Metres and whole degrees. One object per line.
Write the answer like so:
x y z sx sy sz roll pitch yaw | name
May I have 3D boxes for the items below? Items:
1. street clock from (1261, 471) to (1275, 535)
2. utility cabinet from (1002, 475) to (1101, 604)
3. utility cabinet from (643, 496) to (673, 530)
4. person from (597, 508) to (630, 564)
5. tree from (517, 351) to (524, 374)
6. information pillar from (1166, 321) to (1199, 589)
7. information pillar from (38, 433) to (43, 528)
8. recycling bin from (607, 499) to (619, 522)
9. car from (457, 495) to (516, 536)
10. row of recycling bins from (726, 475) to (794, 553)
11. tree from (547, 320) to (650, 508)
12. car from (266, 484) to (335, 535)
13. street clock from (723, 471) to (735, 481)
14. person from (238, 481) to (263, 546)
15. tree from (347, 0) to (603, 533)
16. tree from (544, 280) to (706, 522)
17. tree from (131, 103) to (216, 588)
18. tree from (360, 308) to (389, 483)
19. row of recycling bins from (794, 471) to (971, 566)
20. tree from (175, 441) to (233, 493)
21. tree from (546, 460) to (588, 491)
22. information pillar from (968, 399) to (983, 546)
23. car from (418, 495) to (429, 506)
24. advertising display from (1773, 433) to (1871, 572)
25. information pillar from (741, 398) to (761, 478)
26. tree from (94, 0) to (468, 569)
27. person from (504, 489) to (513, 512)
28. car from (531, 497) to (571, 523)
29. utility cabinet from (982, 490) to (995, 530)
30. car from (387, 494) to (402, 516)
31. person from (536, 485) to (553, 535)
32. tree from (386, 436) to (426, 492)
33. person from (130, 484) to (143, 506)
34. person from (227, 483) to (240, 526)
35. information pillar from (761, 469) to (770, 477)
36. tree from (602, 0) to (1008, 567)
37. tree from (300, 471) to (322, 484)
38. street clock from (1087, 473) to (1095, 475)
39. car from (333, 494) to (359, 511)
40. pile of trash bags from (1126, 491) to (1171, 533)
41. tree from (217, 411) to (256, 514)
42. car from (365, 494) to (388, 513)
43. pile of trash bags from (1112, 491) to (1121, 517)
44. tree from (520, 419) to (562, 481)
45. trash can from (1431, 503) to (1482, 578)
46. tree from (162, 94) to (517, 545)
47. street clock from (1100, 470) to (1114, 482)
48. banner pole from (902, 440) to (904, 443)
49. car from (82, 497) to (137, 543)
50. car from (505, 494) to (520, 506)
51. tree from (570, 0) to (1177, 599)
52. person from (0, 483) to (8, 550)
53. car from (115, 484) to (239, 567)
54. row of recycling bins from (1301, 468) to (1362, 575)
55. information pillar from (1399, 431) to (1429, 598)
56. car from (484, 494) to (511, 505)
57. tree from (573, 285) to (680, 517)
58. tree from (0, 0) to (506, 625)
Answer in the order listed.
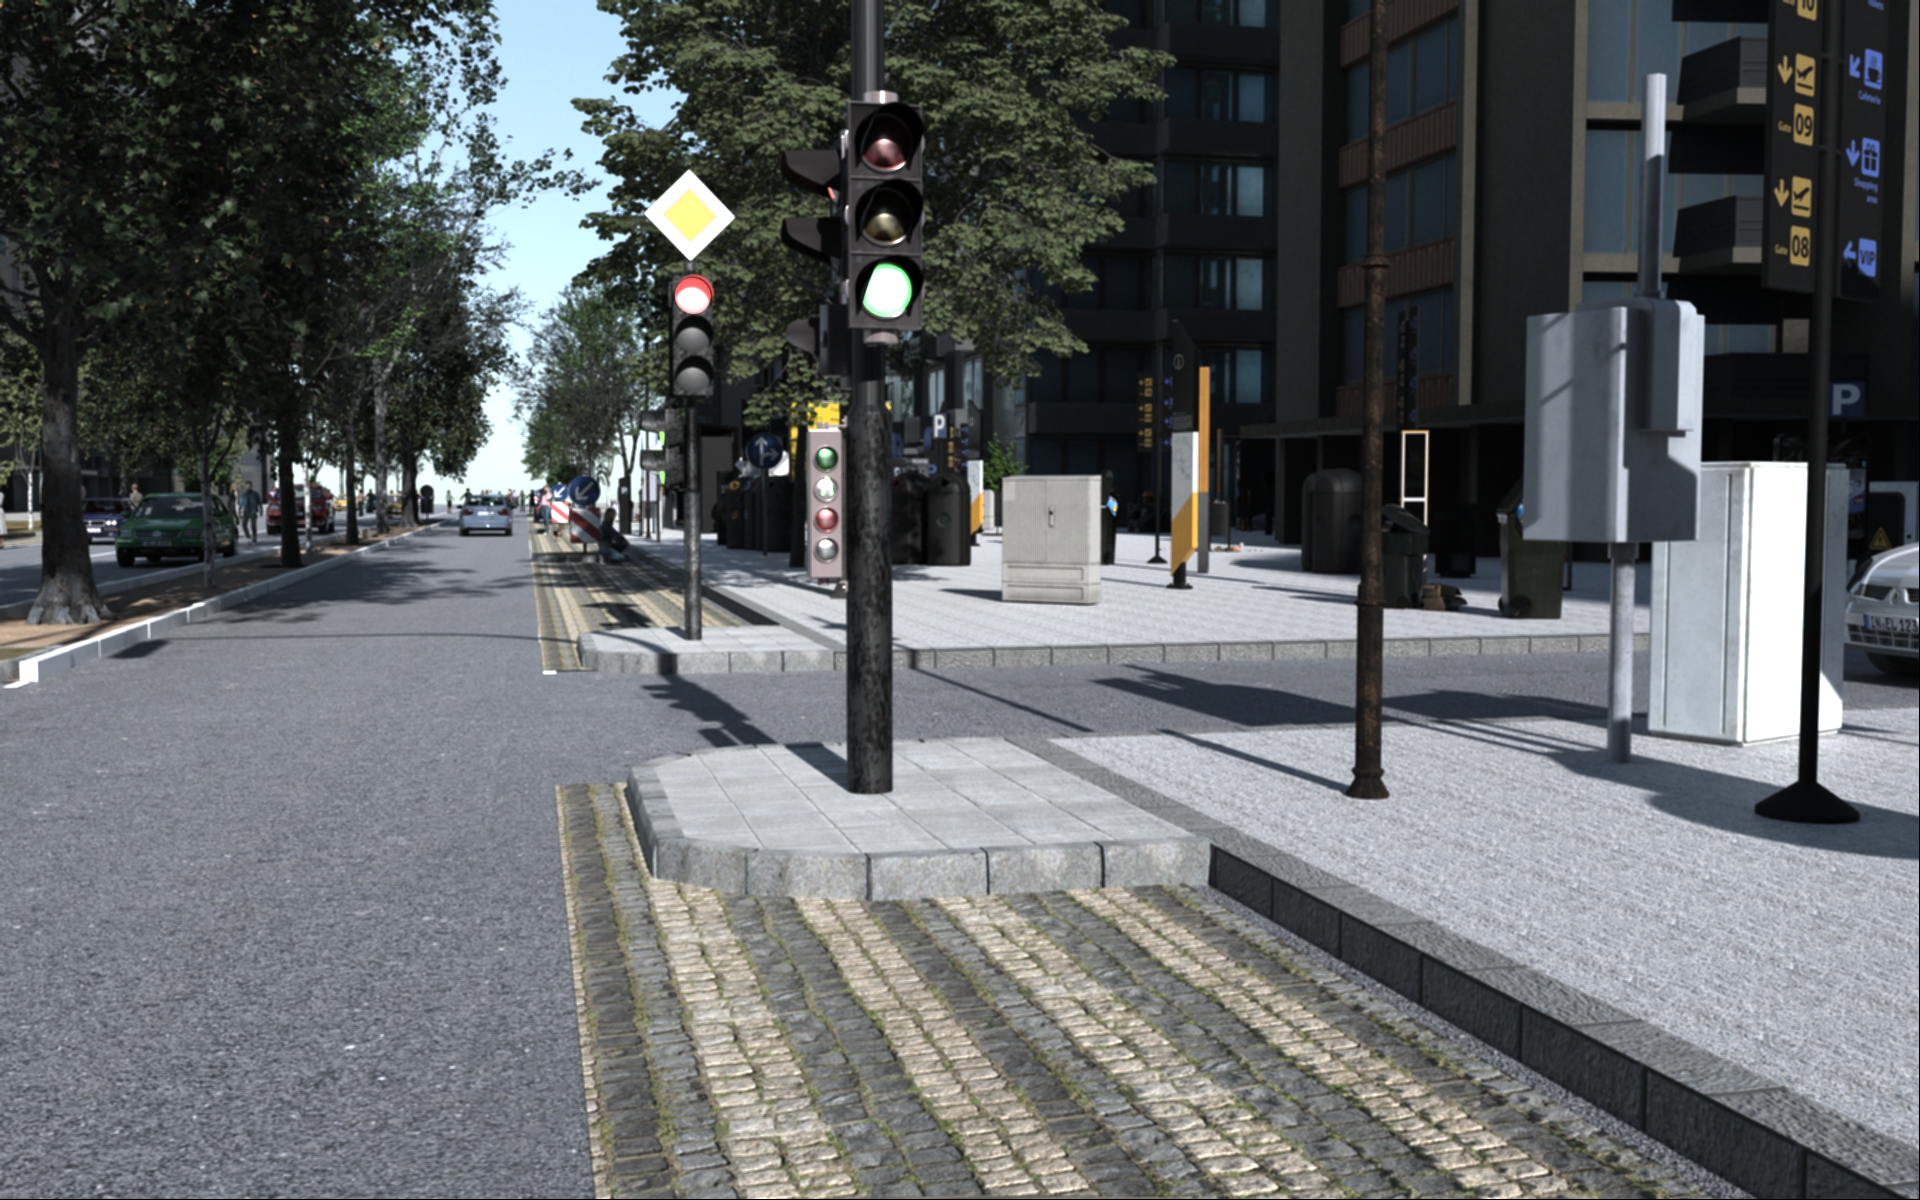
9.665 -3.033 54.162 0.471 2.002 0.358 -1 4 -12 | street clock
1.059 -0.709 20.274 1.173 1.500 0.318 2 4 33 | utility cabinet
-10.851 -3.127 62.291 1.020 1.237 0.306 -1 4 -22 | utility cabinet
-7.031 -1.312 35.447 0.738 1.151 1.012 0 4 0 | person
-23.241 -9.359 72.486 9.611 12.733 9.660 0 3 0 | tree
3.016 -1.954 23.302 0.183 3.616 0.504 -2 4 -30 | information pillar
-34.996 -4.567 66.029 0.183 3.616 0.504 -3 5 -39 | information pillar
-16.138 -4.205 81.301 0.722 1.027 0.722 0 4 5 | recycling bin
-16.432 -2.941 60.085 2.014 1.417 4.499 -1 4 -14 | car
-4.429 -1.984 39.547 1.069 1.692 3.534 -2 4 -26 | row of recycling bins
-14.983 -7.472 72.522 4.360 8.622 3.978 0 3 0 | tree
-23.931 -3.319 62.941 2.281 1.827 5.304 -1 4 -16 | car
-7.248 -3.037 54.221 0.358 2.002 0.471 1 4 17 | street clock
-19.612 -2.388 47.889 0.601 1.785 0.444 0 4 -4 | person
-19.527 -12.429 61.566 12.611 20.169 13.585 0 3 0 | tree
-15.236 -9.410 79.612 9.928 11.665 9.643 0 3 0 | tree
-11.334 -4.467 25.861 4.360 8.622 3.978 0 3 0 | tree
-15.315 -5.360 40.461 4.360 8.622 3.978 0 3 0 | tree
-1.302 -1.515 31.881 3.534 1.692 1.069 2 4 34 | row of recycling bins
-41.876 -6.872 96.070 4.285 4.588 4.351 0 3 0 | tree
-42.176 -12.224 183.581 4.285 4.588 4.351 0 3 0 | tree
0.366 -3.135 42.610 0.183 3.616 0.504 -3 5 -41 | information pillar
-58.789 -10.830 189.432 2.083 1.381 4.827 -1 4 -13 | car
9.123 -0.805 18.378 0.974 1.923 0.123 0 4 0 | advertising display
-5.140 -3.132 42.560 0.504 3.616 0.183 -2 4 -27 | information pillar
-13.147 -6.436 33.434 9.928 11.665 9.643 0 3 0 | tree
-29.969 -6.468 114.785 0.750 1.759 0.617 0 4 -7 | person
-20.336 -4.503 86.207 1.945 1.354 3.894 -1 4 -13 | car
0.690 -3.268 62.108 1.173 1.500 0.318 3 4 38 | utility cabinet
-32.962 -5.587 101.563 2.015 1.641 3.980 -1 4 -15 | car
-14.511 -3.158 60.725 0.593 1.750 0.643 1 4 23 | person
-76.927 -18.539 237.524 7.601 10.594 8.767 -2 4 -32 | tree
-26.224 -2.812 55.032 0.362 1.759 0.519 1 4 23 | person
-23.964 -2.925 56.537 0.699 1.804 1.509 1 4 14 | person
-5.457 -2.663 48.037 0.304 2.012 0.304 -2 4 -28 | information pillar
-2.546 -5.861 30.248 7.601 10.594 8.767 -2 4 -25 | tree
-53.719 -9.121 143.723 1.663 3.219 1.824 0 3 0 | tree
4.596 -3.445 60.902 0.358 2.002 0.471 1 4 16 | street clock
-52.360 -8.418 147.864 2.015 1.641 3.980 -1 4 -13 | car
6.584 -2.999 58.792 1.912 1.369 3.447 0 4 -4 | pile of trash bags
-47.148 -9.890 112.066 4.737 8.622 4.395 0 3 0 | tree
-45.017 -7.498 134.392 2.131 1.459 4.920 -1 4 -14 | car
3.573 -2.898 57.140 3.447 1.369 1.912 0 4 6 | pile of trash bags
-55.429 -19.298 233.652 7.486 12.596 7.792 0 3 0 | tree
7.618 -0.915 26.614 0.748 1.137 0.748 0 3 0 | trash can
-17.139 -8.291 48.380 12.009 13.543 11.850 0 3 0 | tree
4.408 -2.902 52.019 0.358 2.002 0.471 3 5 40 | street clock
-2.709 -4.945 70.870 0.863 3.779 0.401 0 4 -6 | banner pole
-24.701 -2.286 49.955 1.945 1.354 3.894 -1 4 -16 | car
-54.024 -12.024 208.381 2.131 1.459 4.920 -1 4 -16 | car
-0.971 -6.303 21.183 7.486 12.596 7.792 0 3 0 | tree
-24.964 -2.186 44.805 0.524 1.755 0.480 0 4 2 | person
-16.122 -1.649 35.761 1.959 1.807 4.718 -1 4 -14 | car
6.265 -1.353 29.229 1.069 1.692 3.534 0 4 7 | row of recycling bins
5.285 -0.961 20.200 0.304 2.012 0.304 1 4 11 | information pillar
-29.045 -5.876 107.876 2.131 1.459 4.920 -1 4 -16 | car
-21.251 -11.518 98.683 12.009 13.543 11.850 0 3 0 | tree
-9.911 -6.076 18.801 9.611 12.733 9.660 0 3 0 | tree
